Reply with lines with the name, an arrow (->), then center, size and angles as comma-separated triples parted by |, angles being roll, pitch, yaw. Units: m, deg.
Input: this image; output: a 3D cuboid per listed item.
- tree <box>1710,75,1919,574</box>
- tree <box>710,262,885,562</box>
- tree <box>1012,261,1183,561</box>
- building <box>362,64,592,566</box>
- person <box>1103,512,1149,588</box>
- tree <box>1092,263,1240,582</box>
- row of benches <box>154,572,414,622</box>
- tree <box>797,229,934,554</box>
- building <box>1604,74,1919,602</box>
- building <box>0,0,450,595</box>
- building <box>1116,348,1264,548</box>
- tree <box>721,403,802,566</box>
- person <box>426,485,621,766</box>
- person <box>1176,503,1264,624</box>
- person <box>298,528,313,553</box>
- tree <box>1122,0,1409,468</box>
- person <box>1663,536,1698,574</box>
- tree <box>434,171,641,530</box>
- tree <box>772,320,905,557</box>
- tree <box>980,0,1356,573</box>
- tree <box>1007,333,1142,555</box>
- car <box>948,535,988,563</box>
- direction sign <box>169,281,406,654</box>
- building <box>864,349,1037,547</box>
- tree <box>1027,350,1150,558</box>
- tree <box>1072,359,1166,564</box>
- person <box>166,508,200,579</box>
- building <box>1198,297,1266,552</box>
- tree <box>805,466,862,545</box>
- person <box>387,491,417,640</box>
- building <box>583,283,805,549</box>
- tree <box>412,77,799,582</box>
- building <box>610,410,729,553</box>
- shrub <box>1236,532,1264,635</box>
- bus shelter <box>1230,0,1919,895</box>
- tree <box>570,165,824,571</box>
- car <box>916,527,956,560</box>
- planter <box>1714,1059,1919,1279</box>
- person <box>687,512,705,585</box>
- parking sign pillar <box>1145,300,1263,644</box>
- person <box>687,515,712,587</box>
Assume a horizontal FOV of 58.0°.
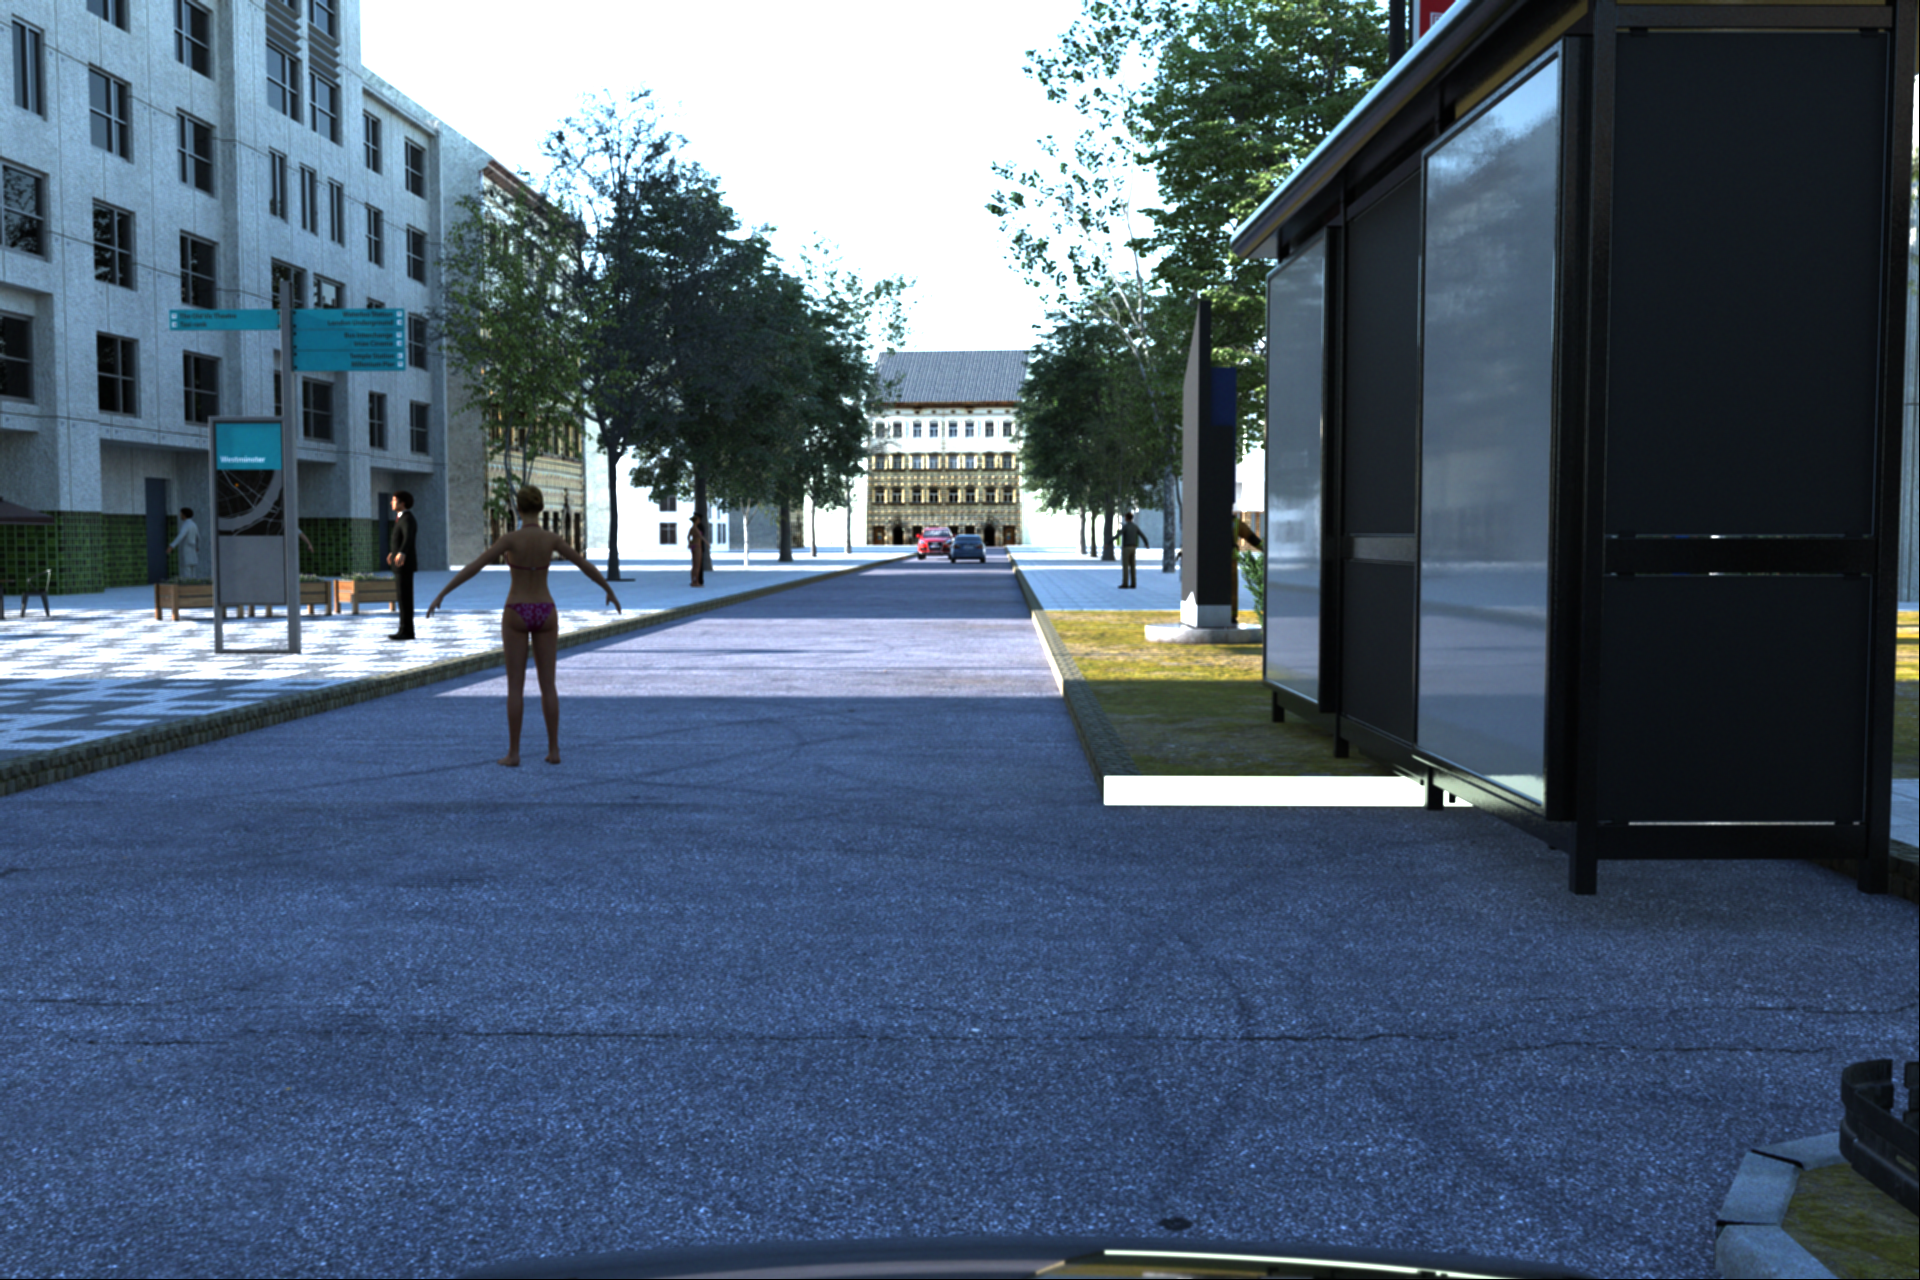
tree -> 7.706, -4.136, 17.983 | 4.360, 8.622, 3.978 | 0, 3, 0
tree -> -8.134, -10.588, 79.764 | 9.857, 13.997, 8.962 | 0, 3, 0
tree -> 7.173, -10.767, 82.703 | 9.857, 13.997, 8.962 | 0, 3, 0
building -> -28.359, -15.148, 78.606 | 19.493, 23.208, 18.063 | 0, 4, 0
person -> 3.981, -2.122, 40.965 | 1.348, 1.796, 0.705 | -2, 4, -33
tree -> 5.861, -5.874, 46.398 | 4.737, 8.622, 4.395 | 0, 3, 0
row of benches -> -10.524, -0.705, 26.991 | 1.422, 0.672, 4.104 | 3, 5, 41
tree -> -8.501, -15.587, 110.743 | 12.611, 20.169, 13.585 | 0, 3, 0
building -> 26.660, -11.076, 47.554 | 16.747, 18.905, 31.486 | 0, 4, 2
building -> -26.828, -10.912, 44.873 | 16.747, 18.905, 31.486 | 0, 4, 2
building -> 25.063, -18.762, 173.214 | 16.747, 18.905, 31.486 | 0, 4, 1
tree -> -8.650, -7.301, 69.728 | 4.360, 8.622, 3.978 | 0, 3, 0
person -> -2.700, -0.095, 10.817 | 1.217, 1.733, 0.721 | -2, 4, -28
person -> 3.731, -1.144, 24.466 | 1.354, 1.858, 0.705 | 0, 4, 2
person -> -13.609, -1.774, 34.856 | 1.347, 1.847, 0.705 | 1, 4, 8
tree -> 6.460, -6.939, 31.578 | 7.486, 12.596, 7.792 | 0, 3, 0
person -> 15.937, -1.965, 38.258 | 1.347, 1.817, 0.704 | -1, 4, -22
tree -> -9.086, -5.254, 36.258 | 4.737, 8.622, 4.395 | 0, 3, 0
tree -> -8.229, -11.380, 96.430 | 12.009, 13.543, 11.850 | 0, 3, 0
tree -> 6.656, -12.388, 58.440 | 12.611, 20.169, 13.585 | 0, 3, 0
tree -> 7.628, -12.275, 107.345 | 9.857, 13.997, 8.962 | 0, 3, 0
car -> 0.403, -4.611, 87.396 | 2.014, 1.417, 4.499 | 0, 3, 0
direction sign -> -7.088, -1.846, 18.952 | 2.525, 3.948, 1.411 | 0, 4, 2
building -> -0.660, -22.768, 205.644 | 18.063, 23.208, 19.493 | 0, 4, 8
tree -> 7.449, -10.357, 95.099 | 9.928, 11.665, 9.643 | 0, 3, 0
tree -> 6.890, -7.499, 72.964 | 4.360, 8.622, 3.978 | 0, 3, 0
person -> -15.443, -1.735, 34.562 | 0.705, 1.806, 1.347 | 0, 4, -1
building -> 23.585, -17.197, 137.584 | 16.016, 20.090, 11.380 | 0, 4, 1
tree -> -14.897, -16.543, 204.889 | 7.601, 10.594, 8.767 | 0, 4, -1
person -> -6.803, -0.912, 21.097 | 0.705, 1.806, 1.347 | -1, 4, -22
building -> -24.296, -19.817, 154.940 | 19.493, 23.208, 18.063 | 0, 4, 2
tree -> -9.389, -8.348, 46.859 | 12.009, 13.543, 11.850 | 0, 3, 0
building -> -21.995, -11.590, 131.649 | 9.099, 9.664, 28.070 | 0, 4, 1
shrub -> 3.552, -0.756, 16.787 | 1.690, 2.028, 1.600 | 0, 3, 0
bus shelter -> 2.941, -1.996, 10.264 | 2.179, 5.291, 8.768 | 0, 4, -1
tree -> -8.943, -9.387, 60.128 | 9.857, 13.997, 8.962 | 0, 3, 0
car -> -1.310, -5.500, 98.599 | 2.281, 1.827, 5.304 | 0, 4, 2
planter -> 2.459, 1.111, 2.971 | 1.991, 0.319, 1.994 | 0, 4, 1
person -> -6.617, -2.301, 43.563 | 0.705, 1.837, 1.347 | 0, 4, 2
parking sign pillar -> 2.952, -1.972, 20.713 | 1.447, 3.967, 1.447 | 0, 4, -1
person -> -6.320, -2.149, 41.935 | 0.721, 1.733, 1.217 | -2, 4, -32
